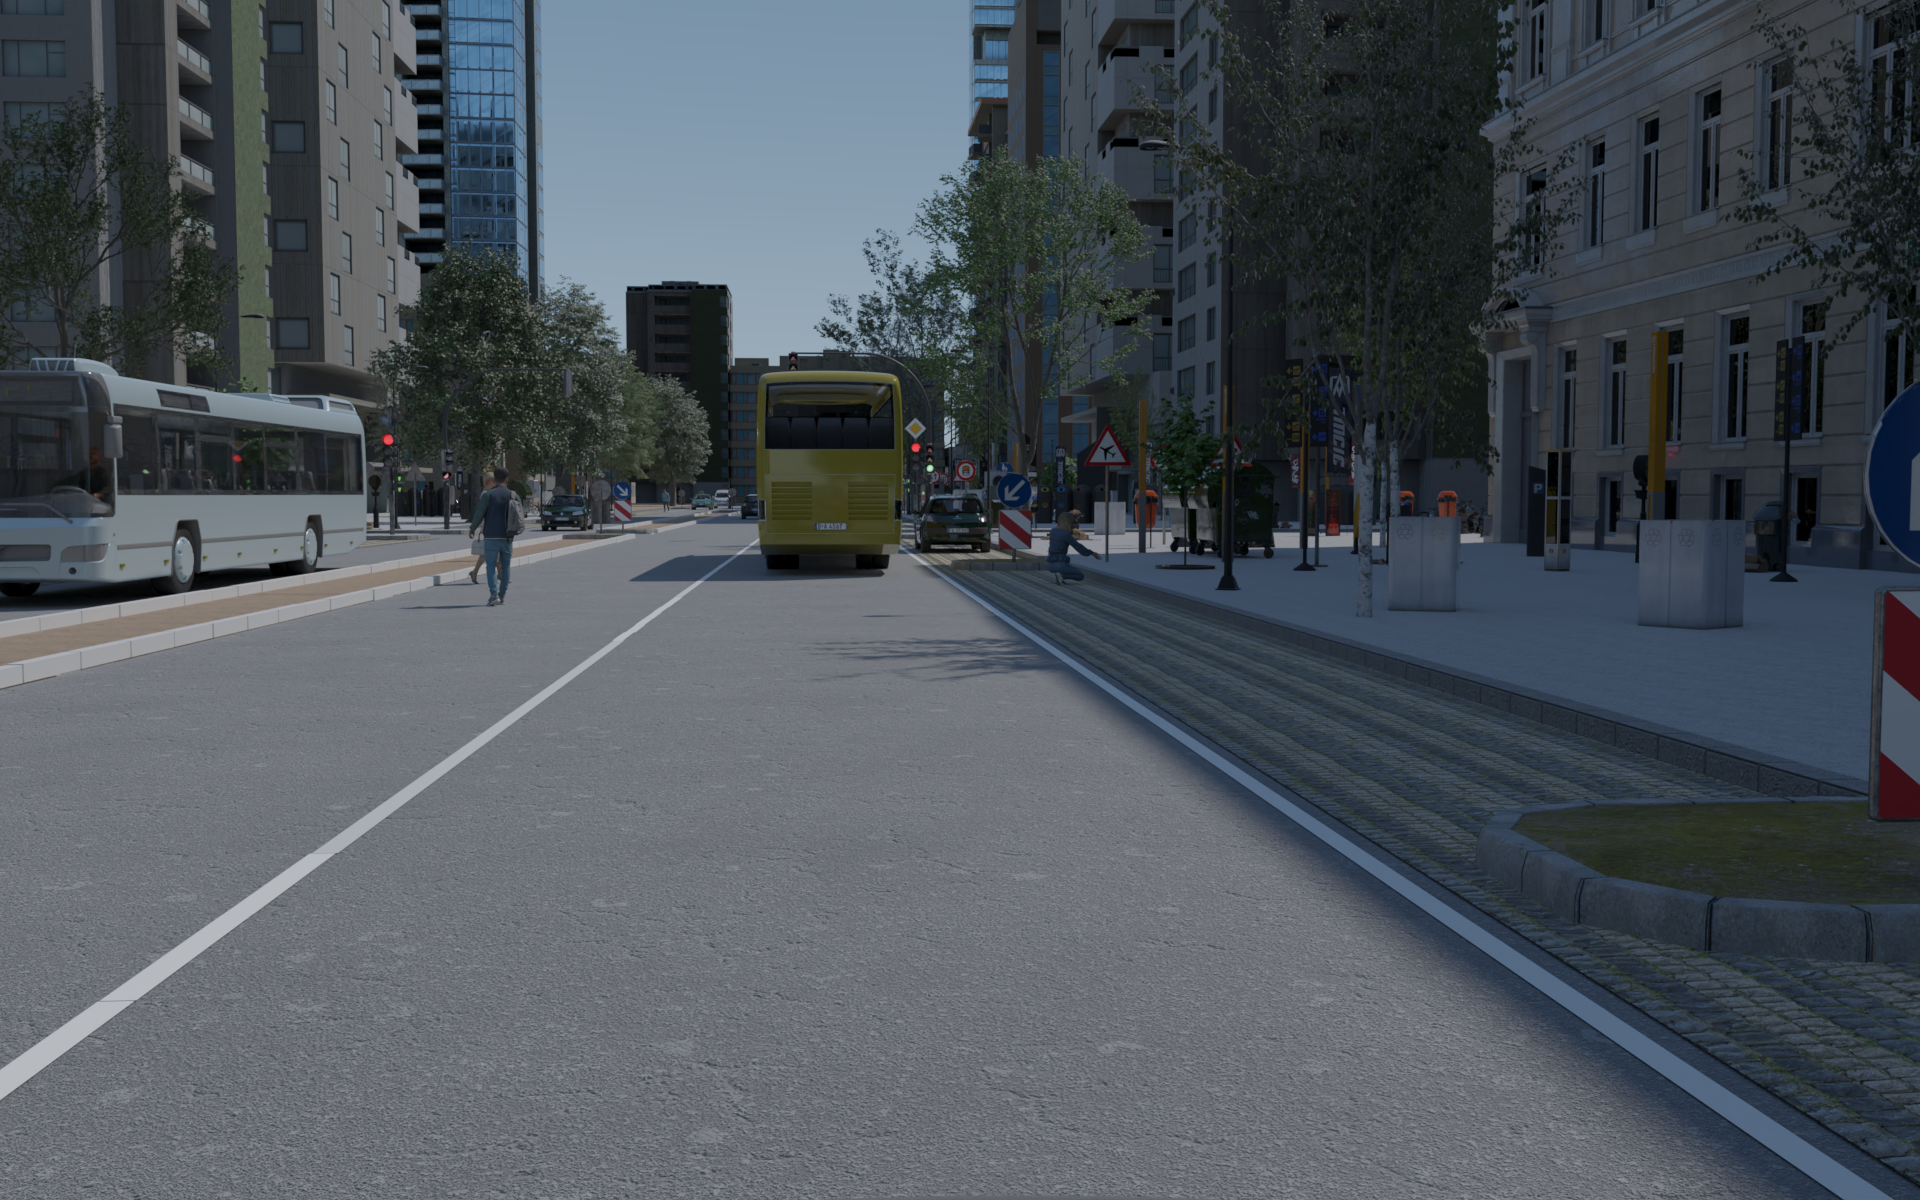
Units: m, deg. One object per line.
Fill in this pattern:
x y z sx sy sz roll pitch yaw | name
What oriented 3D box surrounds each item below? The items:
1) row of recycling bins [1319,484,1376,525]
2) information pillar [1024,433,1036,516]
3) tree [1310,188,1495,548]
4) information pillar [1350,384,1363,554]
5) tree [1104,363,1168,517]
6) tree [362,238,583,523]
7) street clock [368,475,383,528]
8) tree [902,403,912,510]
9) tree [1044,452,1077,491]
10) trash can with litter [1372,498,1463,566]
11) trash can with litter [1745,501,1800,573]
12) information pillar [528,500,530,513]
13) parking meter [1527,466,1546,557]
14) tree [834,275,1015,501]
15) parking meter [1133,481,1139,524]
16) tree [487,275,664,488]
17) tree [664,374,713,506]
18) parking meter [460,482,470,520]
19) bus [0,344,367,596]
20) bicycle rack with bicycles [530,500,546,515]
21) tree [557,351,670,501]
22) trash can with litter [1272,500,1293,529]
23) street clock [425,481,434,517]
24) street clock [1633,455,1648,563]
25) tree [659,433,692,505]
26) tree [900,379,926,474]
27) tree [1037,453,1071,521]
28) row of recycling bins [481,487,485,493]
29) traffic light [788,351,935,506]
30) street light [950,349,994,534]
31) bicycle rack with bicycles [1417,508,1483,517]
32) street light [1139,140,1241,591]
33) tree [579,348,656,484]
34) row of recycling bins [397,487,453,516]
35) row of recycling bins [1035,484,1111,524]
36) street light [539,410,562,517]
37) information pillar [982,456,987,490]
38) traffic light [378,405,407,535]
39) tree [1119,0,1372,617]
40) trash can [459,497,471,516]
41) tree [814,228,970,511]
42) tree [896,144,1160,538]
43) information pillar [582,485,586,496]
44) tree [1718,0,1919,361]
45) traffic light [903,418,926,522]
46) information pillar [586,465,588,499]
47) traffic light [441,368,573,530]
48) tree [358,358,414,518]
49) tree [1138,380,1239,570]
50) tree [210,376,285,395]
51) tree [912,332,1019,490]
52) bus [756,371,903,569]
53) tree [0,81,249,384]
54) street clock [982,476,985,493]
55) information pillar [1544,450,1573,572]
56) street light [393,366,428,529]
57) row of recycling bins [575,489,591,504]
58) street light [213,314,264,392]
16.032 -3.978 72.154 1.069 1.692 3.534 -2 4 -25 | row of recycling bins
2.670 -4.582 66.275 0.504 3.616 0.183 0 4 -6 | information pillar
10.385 -5.564 41.341 4.737 8.622 4.395 0 3 0 | tree
8.452 -2.779 36.792 0.183 3.616 0.504 0 4 3 | information pillar
9.800 -8.889 95.701 4.737 8.622 4.395 0 3 0 | tree
-21.714 -9.826 77.665 9.611 12.733 9.660 0 3 0 | tree
-21.978 -3.706 65.155 0.471 2.002 0.358 0 4 -3 | street clock
-3.171 -9.827 111.026 4.737 8.622 4.395 0 3 0 | tree
8.173 -9.125 132.911 4.285 4.588 4.351 0 3 0 | tree
8.418 -1.261 31.682 2.233 1.210 1.678 -2 4 -24 | trash can with litter
13.291 -1.046 28.482 1.055 1.170 0.624 -3 5 -41 | trash can with litter
-29.605 -6.961 118.307 0.304 2.012 0.304 -3 5 -42 | information pillar
11.863 -1.826 35.559 0.399 1.863 0.255 1 4 14 | parking meter
-1.982 -11.427 97.195 12.009 13.543 11.850 0 3 0 | tree
7.644 -4.206 74.477 0.399 1.863 0.255 2 4 27 | parking meter
-23.823 -11.979 102.513 9.857 13.997 8.962 0 3 0 | tree
-30.282 -16.851 182.173 9.857 13.997 8.962 0 3 0 | tree
-24.803 -4.960 86.806 0.399 1.863 0.255 -3 5 -40 | parking meter
-12.387 -1.974 27.130 2.948 3.499 13.247 0 4 -4 | bus
-25.029 -5.816 108.469 2.925 0.926 2.852 2 4 31 | bicycle rack with bicycles
-25.967 -12.058 122.905 9.928 11.665 9.643 0 3 0 | tree
11.814 -3.246 64.465 1.055 1.170 0.624 -1 4 -16 | trash can with litter
-29.692 -5.670 97.269 0.358 2.002 0.471 -1 4 -23 | street clock
12.664 -1.683 32.093 0.471 2.002 0.358 -3 5 -44 | street clock
-33.348 -15.665 206.482 4.360 8.622 3.978 0 3 0 | tree
-7.943 -16.902 182.999 9.857 13.997 8.962 0 3 0 | tree
4.467 -5.310 81.419 1.663 3.219 1.824 0 3 0 | tree
-25.791 -5.488 96.847 1.069 1.692 3.534 1 4 19 | row of recycling bins
-3.098 -4.946 55.529 4.771 5.953 1.251 0 4 -5 | traffic light
0.380 -5.074 55.495 1.470 5.913 1.316 0 4 -5 | street light
18.893 -3.207 65.816 2.925 0.926 2.852 1 4 19 | bicycle rack with bicycles
3.049 -3.084 22.973 1.470 5.913 1.316 0 4 -5 | street light
-26.906 -13.224 134.332 7.486 12.596 7.792 0 3 0 | tree
-31.249 -5.713 100.528 3.534 1.692 1.069 -3 5 -40 | row of recycling bins
4.883 -4.162 75.163 3.534 1.692 1.069 2 4 25 | row of recycling bins
-22.661 -7.547 95.930 1.470 5.913 1.316 0 4 -5 | street light
1.524 -6.950 104.995 0.504 3.616 0.183 3 5 44 | information pillar
-17.876 -4.010 54.478 0.839 4.253 0.868 0 4 -5 | traffic light
4.102 -4.140 18.057 4.360 8.622 3.978 0 3 0 | tree
-28.076 -5.298 98.273 0.748 1.137 0.748 0 3 0 | trash can
-5.387 -16.544 126.384 12.611 20.169 13.585 0 3 0 | tree
1.995 -7.638 50.644 9.928 11.665 9.643 0 3 0 | tree
-27.827 -7.585 128.514 0.304 2.012 0.304 3 5 42 | information pillar
11.134 -4.239 19.667 4.360 8.622 3.978 0 3 0 | tree
-1.655 -4.580 63.796 0.839 4.253 0.868 0 4 -5 | traffic light
-24.215 -7.401 112.365 0.183 3.616 0.504 -1 4 -9 | information pillar
-16.434 -5.380 62.639 4.771 5.953 1.251 0 4 -5 | traffic light
-29.341 -8.528 89.797 4.360 8.622 3.978 0 3 0 | tree
3.875 -2.140 29.589 1.663 3.219 1.824 0 3 0 | tree
-19.886 -3.936 48.072 4.285 4.588 4.351 0 3 0 | tree
0.586 -7.904 79.585 4.737 8.622 4.395 0 3 0 | tree
-2.796 -2.716 35.948 2.896 3.916 12.252 0 4 -5 | bus
-19.418 -6.363 38.450 8.767 10.594 7.601 1 4 20 | tree
1.097 -4.017 70.249 0.358 2.002 0.471 2 4 34 | street clock
9.945 -1.486 28.792 0.304 2.012 0.304 -2 4 -30 | information pillar
-19.983 -5.528 62.918 1.470 5.913 1.316 0 4 -5 | street light
-28.661 -7.619 131.676 1.069 1.692 3.534 -2 4 -29 | row of recycling bins
-18.615 -4.413 44.693 1.470 5.913 1.316 0 4 -5 | street light
